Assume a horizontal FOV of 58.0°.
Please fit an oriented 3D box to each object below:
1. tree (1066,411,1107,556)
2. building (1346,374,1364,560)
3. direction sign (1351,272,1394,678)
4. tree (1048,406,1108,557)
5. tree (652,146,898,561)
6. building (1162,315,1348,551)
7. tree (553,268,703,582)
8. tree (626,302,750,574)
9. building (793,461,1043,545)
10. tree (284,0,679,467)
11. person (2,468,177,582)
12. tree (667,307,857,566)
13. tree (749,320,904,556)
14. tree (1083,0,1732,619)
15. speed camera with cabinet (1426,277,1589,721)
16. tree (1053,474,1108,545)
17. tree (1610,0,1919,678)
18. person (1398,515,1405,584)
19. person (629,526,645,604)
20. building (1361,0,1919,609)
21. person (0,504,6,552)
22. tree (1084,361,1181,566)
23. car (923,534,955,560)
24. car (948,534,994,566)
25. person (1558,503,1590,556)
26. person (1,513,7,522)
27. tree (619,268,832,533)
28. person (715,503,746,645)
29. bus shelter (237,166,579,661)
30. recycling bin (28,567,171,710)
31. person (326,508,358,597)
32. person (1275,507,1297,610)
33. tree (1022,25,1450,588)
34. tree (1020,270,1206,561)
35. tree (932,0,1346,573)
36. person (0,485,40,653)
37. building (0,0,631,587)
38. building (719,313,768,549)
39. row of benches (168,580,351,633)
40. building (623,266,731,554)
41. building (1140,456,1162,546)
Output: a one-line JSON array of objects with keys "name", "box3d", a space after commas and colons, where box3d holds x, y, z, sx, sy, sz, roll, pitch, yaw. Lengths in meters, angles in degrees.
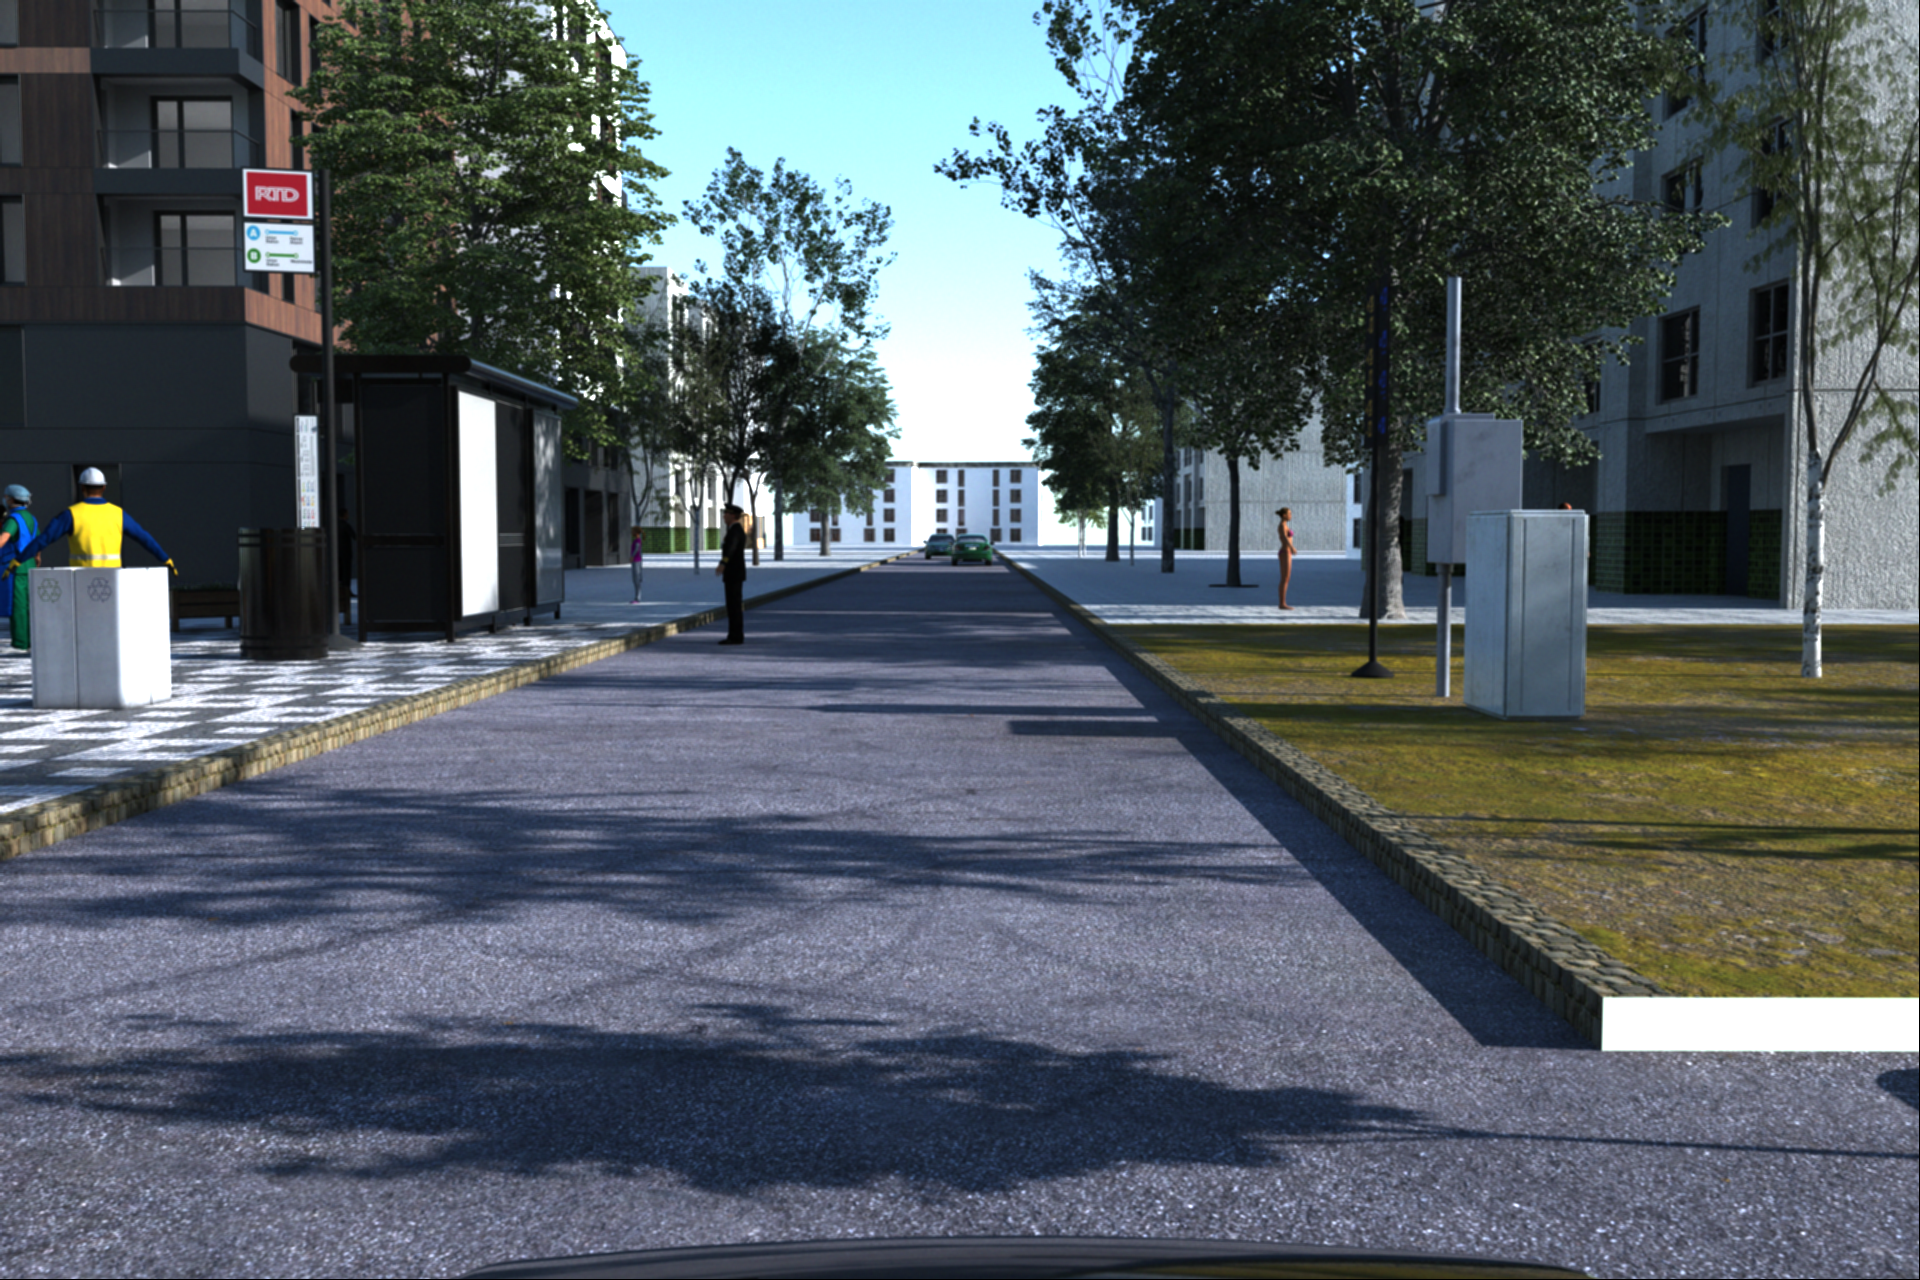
[{"name": "tree", "box3d": [7.357, -9.314, 102.642, 4.360, 8.622, 3.978, 0, 3, 0]}, {"name": "building", "box3d": [24.229, -8.129, 75.049, 9.099, 9.664, 28.070, 0, 4, 0]}, {"name": "direction sign", "box3d": [3.714, -1.436, 15.479, 0.379, 3.537, 0.876, 0, 4, 1]}, {"name": "tree", "box3d": [6.864, -8.897, 95.825, 4.737, 8.622, 4.395, 0, 3, 0]}, {"name": "tree", "box3d": [-8.967, -13.973, 84.349, 12.611, 20.169, 13.585, 0, 3, 0]}, {"name": "building", "box3d": [27.254, -17.166, 147.128, 16.747, 18.905, 31.486, 0, 4, 1]}, {"name": "tree", "box3d": [-8.512, -5.879, 46.482, 4.360, 8.622, 3.978, 0, 3, 0]}, {"name": "tree", "box3d": [-8.310, -6.380, 54.679, 4.360, 8.622, 3.978, 0, 3, 0]}, {"name": "building", "box3d": [-4.671, -15.585, 199.423, 28.070, 9.664, 9.099, 1, 4, 8]}, {"name": "tree", "box3d": [-8.732, -6.937, 31.544, 7.486, 12.596, 7.792, 0, 3, 0]}, {"name": "person", "box3d": [-7.234, -0.520, 14.478, 1.349, 1.833, 0.705, -3, 5, -39]}, {"name": "tree", "box3d": [-8.250, -8.320, 70.444, 8.767, 10.594, 7.601, 0, 4, 4]}, {"name": "tree", "box3d": [-8.010, -11.941, 101.882, 9.857, 13.997, 8.962, 0, 3, 0]}, {"name": "tree", "box3d": [6.520, -7.304, 26.082, 9.857, 13.997, 8.962, 0, 3, 0]}, {"name": "speed camera with cabinet", "box3d": [4.003, -1.127, 12.765, 0.660, 3.252, 2.038, 0, 4, 0]}, {"name": "tree", "box3d": [14.551, -17.326, 201.405, 7.486, 12.596, 7.792, 0, 3, 0]}, {"name": "tree", "box3d": [7.511, -3.983, 15.487, 4.360, 8.622, 3.978, 0, 3, 0]}, {"name": "person", "box3d": [10.745, -2.206, 42.791, 0.721, 1.740, 1.216, 1, 4, 22]}, {"name": "person", "box3d": [-6.034, -1.388, 31.956, 0.599, 1.433, 0.991, -1, 4, -9]}, {"name": "building", "box3d": [22.496, -10.901, 44.695, 16.747, 18.905, 31.486, 0, 3, 0]}, {"name": "person", "box3d": [-17.561, -1.561, 31.671, 1.345, 1.843, 0.704, 0, 4, 6]}, {"name": "tree", "box3d": [6.932, -7.299, 69.709, 4.360, 8.622, 3.978, 0, 3, 0]}, {"name": "car", "box3d": [-1.036, -5.301, 98.462, 2.131, 1.459, 4.920, 0, 4, 0]}, {"name": "car", "box3d": [0.525, -4.107, 78.946, 2.131, 1.459, 4.920, 0, 4, -1]}, {"name": "person", "box3d": [10.011, -1.370, 28.669, 1.348, 1.796, 0.705, -3, 5, -44]}, {"name": "person", "box3d": [-21.444, -2.018, 38.781, 1.354, 1.856, 0.705, 1, 4, 14]}, {"name": "tree", "box3d": [-8.425, -7.795, 61.856, 8.767, 10.594, 7.601, 1, 4, 8]}, {"name": "person", "box3d": [-2.972, -0.864, 22.523, 0.705, 1.837, 1.347, 0, 4, 0]}, {"name": "bus shelter", "box3d": [-6.788, -2.697, 21.731, 2.179, 5.291, 8.768, 0, 4, -1]}, {"name": "recycling bin", "box3d": [-6.422, -0.025, 12.959, 0.722, 1.027, 0.722, 0, 4, 2]}, {"name": "person", "box3d": [-12.454, -1.765, 35.085, 1.346, 1.802, 0.704, 2, 4, 33]}, {"name": "person", "box3d": [5.610, -1.388, 29.492, 0.721, 1.733, 1.217, 0, 4, 6]}, {"name": "tree", "box3d": [6.624, -8.018, 41.469, 12.009, 13.543, 11.850, 0, 3, 0]}, {"name": "tree", "box3d": [7.148, -10.696, 81.535, 9.857, 13.997, 8.962, 0, 3, 0]}, {"name": "tree", "box3d": [5.576, -12.346, 57.741, 12.611, 20.169, 13.585, 0, 3, 0]}, {"name": "person", "box3d": [-10.257, -0.776, 18.812, 0.704, 1.817, 1.347, 0, 4, -5]}, {"name": "building", "box3d": [-27.899, -13.067, 57.623, 27.936, 21.610, 32.646, 0, 4, -1]}, {"name": "building", "box3d": [-23.050, -17.898, 149.047, 16.016, 20.090, 11.380, 0, 4, 0]}, {"name": "row of benches", "box3d": [-10.152, -0.462, 23.009, 1.422, 0.672, 4.104, 3, 5, 41]}, {"name": "building", "box3d": [-27.680, -16.144, 130.414, 16.747, 18.905, 31.486, 0, 4, 0]}, {"name": "building", "box3d": [24.595, -14.536, 179.815, 9.099, 9.664, 28.070, 0, 3, 0]}]
